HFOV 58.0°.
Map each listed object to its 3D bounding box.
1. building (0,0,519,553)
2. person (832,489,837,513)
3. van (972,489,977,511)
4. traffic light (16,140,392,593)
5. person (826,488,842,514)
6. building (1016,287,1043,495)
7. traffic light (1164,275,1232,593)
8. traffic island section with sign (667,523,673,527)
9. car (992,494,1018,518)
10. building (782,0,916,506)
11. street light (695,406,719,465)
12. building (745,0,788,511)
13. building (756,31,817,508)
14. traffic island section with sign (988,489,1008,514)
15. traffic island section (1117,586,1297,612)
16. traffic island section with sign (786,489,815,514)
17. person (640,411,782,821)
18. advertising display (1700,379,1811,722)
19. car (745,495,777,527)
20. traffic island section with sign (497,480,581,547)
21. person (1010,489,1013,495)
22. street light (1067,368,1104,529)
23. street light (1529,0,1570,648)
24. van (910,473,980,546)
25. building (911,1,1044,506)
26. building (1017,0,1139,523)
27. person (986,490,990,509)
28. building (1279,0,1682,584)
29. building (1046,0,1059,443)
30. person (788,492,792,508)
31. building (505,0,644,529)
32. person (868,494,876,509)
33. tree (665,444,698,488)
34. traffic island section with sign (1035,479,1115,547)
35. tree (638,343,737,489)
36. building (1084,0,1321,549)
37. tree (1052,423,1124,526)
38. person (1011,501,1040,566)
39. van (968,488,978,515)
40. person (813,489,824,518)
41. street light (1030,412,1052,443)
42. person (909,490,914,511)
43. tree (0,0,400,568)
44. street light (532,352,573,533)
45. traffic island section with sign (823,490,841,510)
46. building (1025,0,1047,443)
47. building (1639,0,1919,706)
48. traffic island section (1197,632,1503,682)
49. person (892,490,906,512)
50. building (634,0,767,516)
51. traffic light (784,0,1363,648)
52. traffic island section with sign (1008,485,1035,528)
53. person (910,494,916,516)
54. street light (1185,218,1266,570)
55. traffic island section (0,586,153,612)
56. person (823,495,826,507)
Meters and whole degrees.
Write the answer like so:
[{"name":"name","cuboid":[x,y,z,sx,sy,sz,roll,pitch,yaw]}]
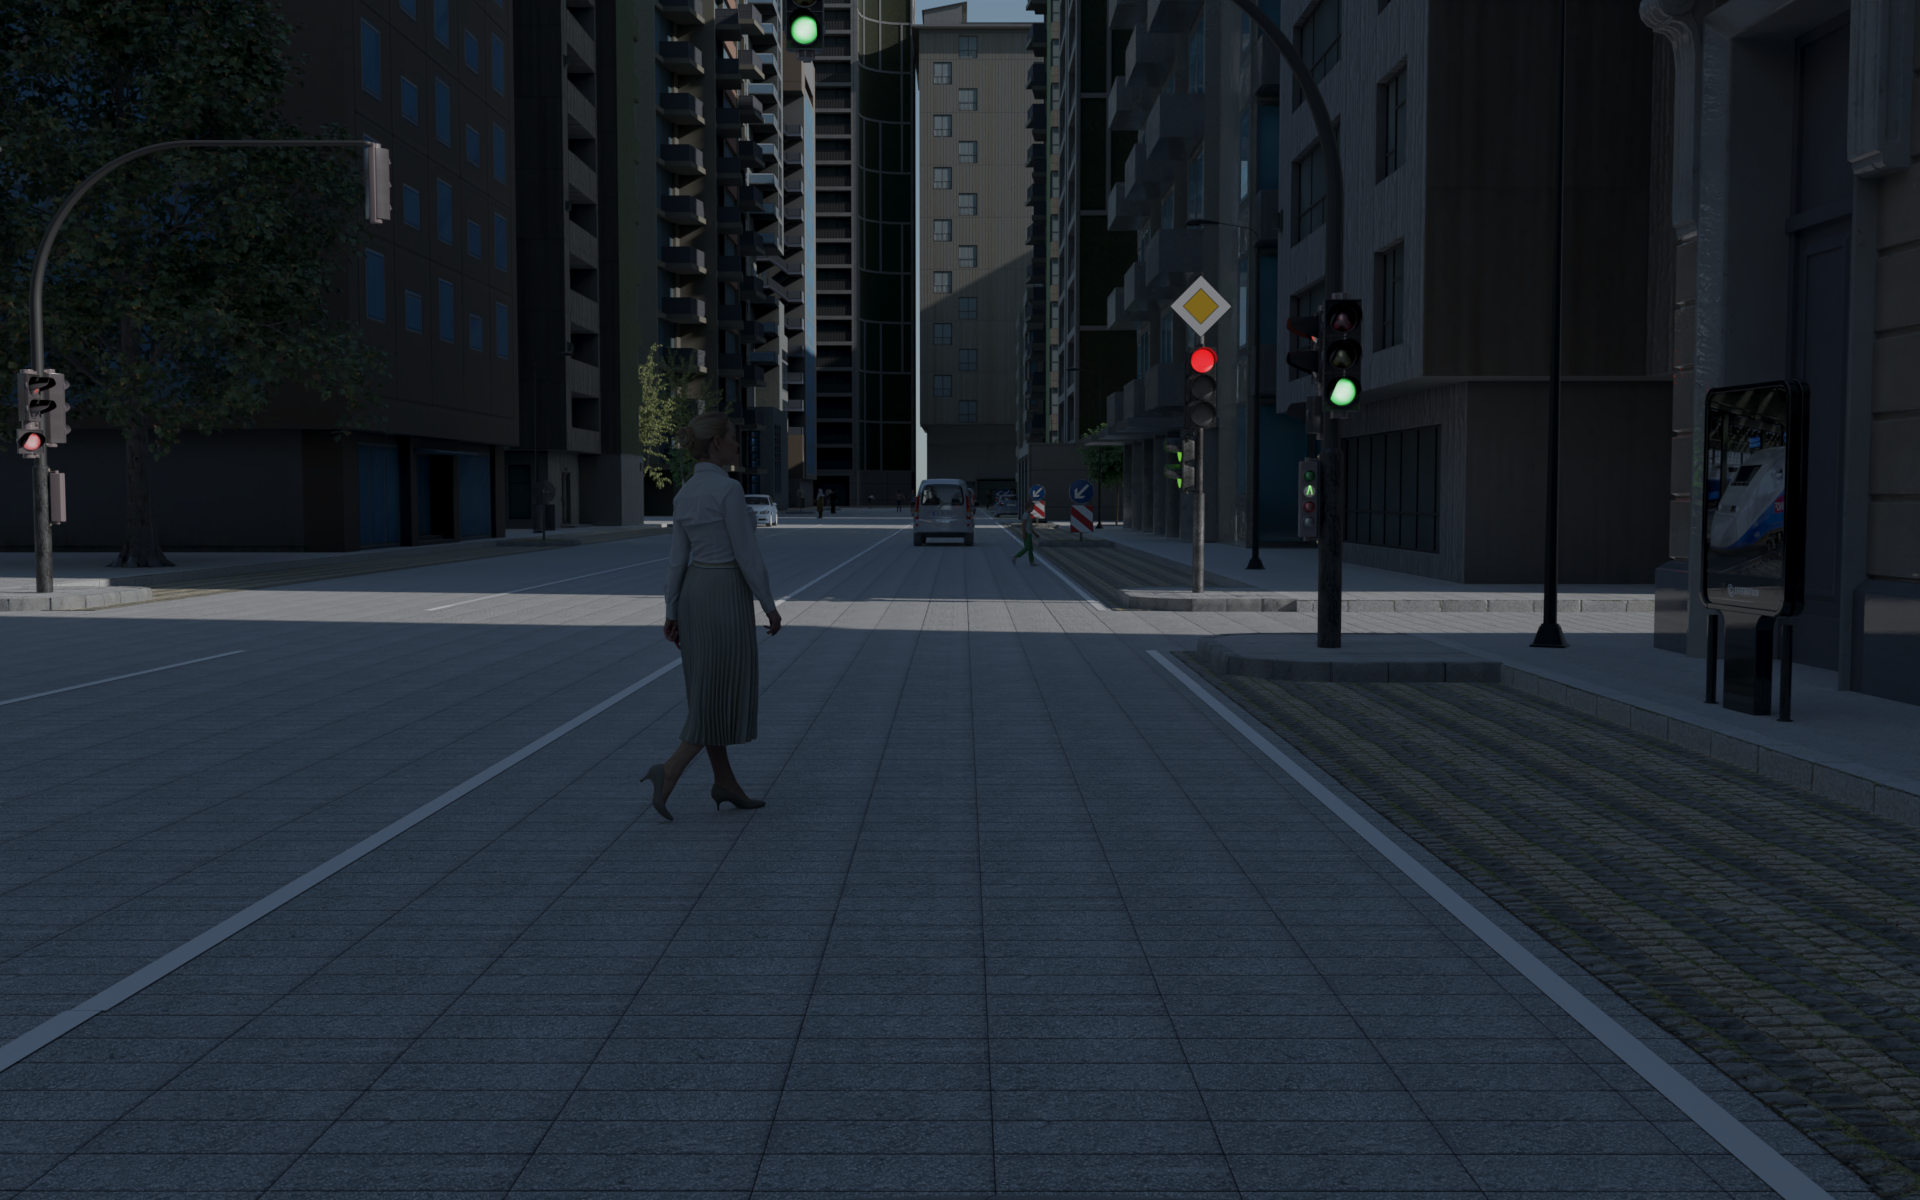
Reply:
[{"name":"building","cuboid":[-20.043,-24.050,43.324,14.600,45.320,14.200,0,3,0]},{"name":"person","cuboid":[-9.317,-7.348,128.276,0.705,1.869,1.348,-1,4,-11]},{"name":"van","cuboid":[0.527,-8.597,147.568,2.013,2.044,4.112,0,4,-1]},{"name":"traffic light","cuboid":[-9.794,-2.921,22.433,4.771,5.953,1.251,0,3,0]},{"name":"person","cuboid":[-9.071,-7.092,124.081,1.348,1.869,0.705,2,4,27]},{"name":"building","cuboid":[19.419,-19.229,159.431,27.650,21.520,28.899,0,3,0]},{"name":"traffic light","cuboid":[3.075,-2.048,22.400,0.839,4.253,0.868,0,3,0]},{"name":"traffic island section with sign","cuboid":[-11.542,-4.055,74.926,1.989,1.847,2.006,0,3,0]},{"name":"car","cuboid":[2.987,-5.692,105.059,2.014,1.417,4.499,0,4,-1]},{"name":"building","cuboid":[-15.355,-46.014,190.577,20.611,71.187,20.563,0,3,0]},{"name":"street light","cuboid":[-13.371,-7.252,91.112,1.470,5.913,1.316,0,3,0]},{"name":"building","cuboid":[-24.908,-50.647,140.744,22.319,86.520,31.000,0,3,0]},{"name":"building","cuboid":[-21.509,-31.555,166.035,14.200,45.320,14.600,0,3,0]},{"name":"traffic island section with sign","cuboid":[3.235,-7.079,124.365,1.989,1.847,2.006,0,3,0]},{"name":"traffic island section","cuboid":[3.115,-0.014,22.514,2.009,0.180,2.903,0,3,0]},{"name":"traffic island section with sign","cuboid":[-11.480,-7.125,125.128,1.989,1.847,2.006,0,3,0]},{"name":"person","cuboid":[-1.129,0.064,7.677,0.641,1.798,0.478,-2,4,-33]},{"name":"advertising display","cuboid":[4.634,-0.302,10.146,0.123,1.923,0.974,0,4,-3]},{"name":"car","cuboid":[-9.142,-3.988,77.198,2.014,1.417,4.499,0,4,-1]},{"name":"traffic island section with sign","cuboid":[-11.575,-2.400,47.866,1.989,1.847,2.006,0,3,0]},{"name":"person","cuboid":[5.135,-10.134,171.744,0.705,1.823,1.348,0,4,-5]},{"name":"street light","cuboid":[4.614,-5.581,63.798,1.470,5.913,1.316,0,3,0]},{"name":"street light","cuboid":[4.420,-2.560,14.400,1.470,5.913,1.316,0,3,0]},{"name":"van","cuboid":[-0.435,-2.571,49.043,2.013,2.044,4.112,0,4,1]},{"name":"building","cuboid":[8.702,-37.058,195.129,27.495,52.752,28.713,0,3,0]},{"name":"building","cuboid":[13.459,-39.555,84.981,20.563,71.187,20.611,0,3,0]},{"name":"person","cuboid":[2.557,-8.875,154.135,0.721,1.766,1.217,1,4,9]},{"name":"building","cuboid":[13.157,-15.610,26.927,14.107,30.474,14.160,0,3,0]},{"name":"building","cuboid":[12.336,-25.949,107.868,14.154,41.232,14.086,0,3,0]},{"name":"person","cuboid":[-15.929,-9.331,159.151,0.990,1.755,0.434,1,4,17]},{"name":"building","cuboid":[-20.469,-17.993,65.890,14.160,30.474,14.107,0,3,0]},{"name":"person","cuboid":[-8.780,-9.799,171.897,0.628,1.438,0.799,1,4,22]},{"name":"tree","cuboid":[-14.854,-6.913,96.741,4.285,4.588,4.351,0,3,0]},{"name":"traffic island section with sign","cuboid":[3.146,-2.354,47.112,1.989,1.847,2.006,0,3,0]},{"name":"tree","cuboid":[-13.623,-8.334,86.623,4.737,8.622,4.395,0,3,0]},{"name":"building","cuboid":[16.293,-26.457,52.183,23.786,49.044,30.456,0,3,0]},{"name":"tree","cuboid":[6.343,-5.331,70.877,4.285,4.588,4.351,0,3,0]},{"name":"person","cuboid":[1.304,-1.326,34.433,0.590,1.304,0.306,-1,4,-9]},{"name":"van","cuboid":[0.262,-7.039,122.101,2.013,2.044,4.112,0,4,1]},{"name":"person","cuboid":[-8.404,-5.743,103.136,0.721,1.736,1.217,-2,4,-31]},{"name":"street light","cuboid":[4.616,-7.645,97.544,1.470,5.913,1.316,0,3,0]},{"name":"person","cuboid":[-4.031,-8.390,146.227,0.434,1.755,0.990,3,5,43]},{"name":"tree","cuboid":[-14.560,-6.923,30.203,9.611,12.733,9.660,0,3,0]},{"name":"street light","cuboid":[-13.338,-5.151,56.767,1.470,5.913,1.316,0,3,0]},{"name":"traffic island section with sign","cuboid":[-11.457,-8.774,152.083,1.989,1.847,2.006,0,3,0]},{"name":"building","cuboid":[16.159,-29.060,129.759,22.147,44.769,28.867,0,3,0]},{"name":"building","cuboid":[12.007,-13.333,3.900,13.634,28.700,20.117,0,3,0]},{"name":"traffic island section","cuboid":[3.106,0.474,14.528,2.009,0.180,2.903,0,3,0]},{"name":"person","cuboid":[-4.946,-7.984,139.748,1.217,1.736,0.721,1,4,15]},{"name":"building","cuboid":[-24.513,-27.983,112.140,22.147,44.769,28.867,0,3,0]},{"name":"traffic light","cuboid":[0.974,-2.422,14.276,4.771,5.953,1.251,0,3,0]},{"name":"traffic island section with sign","cuboid":[3.166,-4.002,74.067,1.989,1.847,2.006,0,3,0]},{"name":"person","cuboid":[-2.999,-6.161,112.467,0.421,1.427,0.697,-2,4,-23]},{"name":"street light","cuboid":[4.493,-3.474,29.348,1.470,5.913,1.316,0,3,0]},{"name":"traffic island section","cuboid":[-11.926,-0.016,22.535,2.009,0.180,2.903,0,3,0]},{"name":"person","cuboid":[-13.732,-10.028,173.197,0.799,1.438,0.628,-1,4,-21]}]
